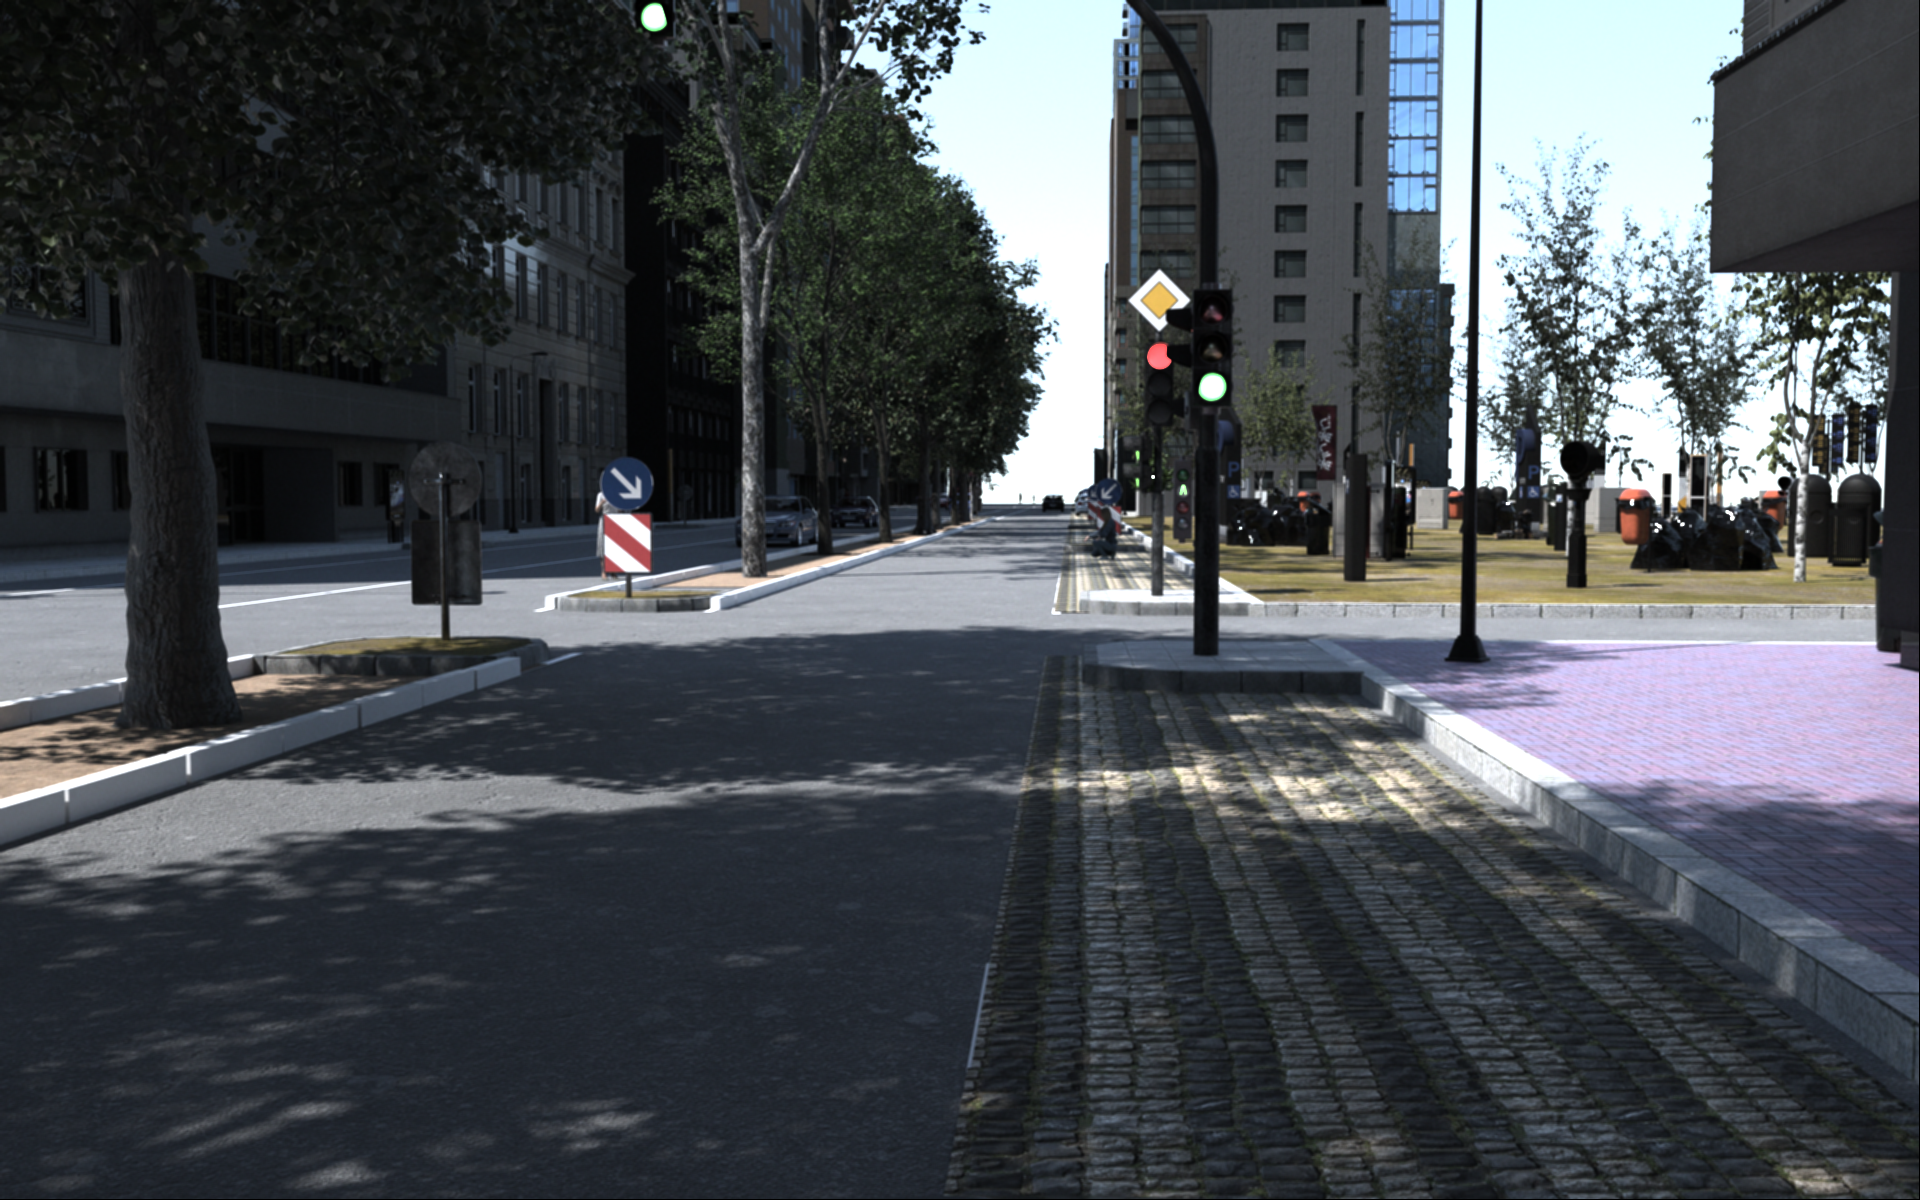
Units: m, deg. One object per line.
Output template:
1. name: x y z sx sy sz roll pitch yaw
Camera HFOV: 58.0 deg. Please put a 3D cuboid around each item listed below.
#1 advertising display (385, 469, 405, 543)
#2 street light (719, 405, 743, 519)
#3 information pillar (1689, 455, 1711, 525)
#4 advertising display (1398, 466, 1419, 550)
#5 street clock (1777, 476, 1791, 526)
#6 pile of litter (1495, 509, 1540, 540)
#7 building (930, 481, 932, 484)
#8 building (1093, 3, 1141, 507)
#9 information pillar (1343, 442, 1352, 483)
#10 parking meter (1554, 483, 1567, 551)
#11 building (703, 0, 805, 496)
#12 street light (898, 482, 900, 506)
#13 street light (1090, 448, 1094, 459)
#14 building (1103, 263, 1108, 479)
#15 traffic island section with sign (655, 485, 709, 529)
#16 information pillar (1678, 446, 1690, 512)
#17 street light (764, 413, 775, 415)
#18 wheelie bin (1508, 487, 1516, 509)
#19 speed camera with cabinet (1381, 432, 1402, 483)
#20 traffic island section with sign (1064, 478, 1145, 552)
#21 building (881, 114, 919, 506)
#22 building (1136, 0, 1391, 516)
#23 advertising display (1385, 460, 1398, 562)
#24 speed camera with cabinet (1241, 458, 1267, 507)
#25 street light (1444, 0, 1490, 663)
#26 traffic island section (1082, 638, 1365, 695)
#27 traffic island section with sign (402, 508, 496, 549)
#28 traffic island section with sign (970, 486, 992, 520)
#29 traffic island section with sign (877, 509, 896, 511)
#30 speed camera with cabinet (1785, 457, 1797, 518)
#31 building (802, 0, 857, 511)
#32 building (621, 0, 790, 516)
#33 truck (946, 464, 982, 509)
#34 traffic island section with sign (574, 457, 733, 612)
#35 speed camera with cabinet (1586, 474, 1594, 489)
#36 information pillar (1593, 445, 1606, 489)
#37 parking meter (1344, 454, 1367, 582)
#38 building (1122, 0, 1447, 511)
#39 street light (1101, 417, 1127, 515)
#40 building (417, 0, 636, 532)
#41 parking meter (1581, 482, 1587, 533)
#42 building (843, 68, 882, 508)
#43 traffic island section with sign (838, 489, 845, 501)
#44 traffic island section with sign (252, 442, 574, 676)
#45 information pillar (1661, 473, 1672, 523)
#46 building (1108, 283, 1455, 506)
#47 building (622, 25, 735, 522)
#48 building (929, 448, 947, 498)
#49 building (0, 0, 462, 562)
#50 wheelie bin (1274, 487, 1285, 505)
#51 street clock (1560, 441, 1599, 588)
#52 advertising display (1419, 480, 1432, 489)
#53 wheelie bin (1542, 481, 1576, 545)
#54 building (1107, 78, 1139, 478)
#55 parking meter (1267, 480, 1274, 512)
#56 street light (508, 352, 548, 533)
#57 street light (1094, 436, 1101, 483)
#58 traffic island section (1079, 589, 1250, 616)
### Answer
1. advertising display: -14.813 -2.460 45.433 0.123 1.923 0.974 0 4 5
2. street light: -11.895 -7.215 90.509 1.470 5.913 1.316 0 4 4
3. information pillar: 13.799 -1.703 32.338 0.304 2.012 0.304 2 4 34
4. advertising display: 10.239 -2.139 40.186 0.123 1.923 0.974 -1 4 -20
5. street clock: 33.408 -4.015 70.223 0.471 2.002 0.358 3 5 42
6. pile of litter: 15.964 -2.182 49.633 1.176 0.858 1.719 0 4 6
7. building: -14.659 -34.937 225.843 22.147 44.769 28.867 0 4 4
8. building: 29.858 -56.576 237.695 22.319 86.520 31.000 0 4 4
9. information pillar: 17.572 -5.331 78.519 0.183 3.616 0.504 -2 4 -26
10. parking meter: 13.667 -1.885 39.229 0.372 1.533 0.369 0 3 0
11. building: -18.725 -28.683 119.086 14.600 45.320 14.200 0 4 4
12. street light: -5.867 -12.823 182.196 1.470 5.913 1.316 0 4 4
13. street light: 13.922 -12.240 172.662 1.470 5.913 1.316 0 4 4
14. building: 24.956 -27.199 216.410 14.160 30.474 14.107 0 4 4
15. traffic island section with sign: -11.608 -3.921 72.738 1.989 1.847 2.006 0 4 4
16. information pillar: 35.269 -5.694 84.448 0.504 3.616 0.183 0 4 4
17. street light: -11.302 -7.749 99.229 1.470 5.913 1.316 0 4 4
18. wheelie bin: 19.429 -3.185 59.976 0.693 1.594 0.980 -1 4 -16
19. speed camera with cabinet: 13.923 -3.744 55.554 0.660 3.252 2.038 1 4 20
20. traffic island section with sign: 3.619 -2.136 43.552 1.989 1.847 2.006 0 4 4
21. building: -16.459 -33.155 196.708 22.147 44.769 28.867 0 4 4
22. building: 17.707 -20.370 104.747 14.160 30.474 14.107 0 4 4
23. advertising display: 8.270 -1.718 33.311 0.123 1.923 0.974 1 4 17
24. speed camera with cabinet: 16.398 -6.225 96.114 2.038 3.252 0.660 1 4 23
25. street light: 3.373 -2.488 13.214 1.470 5.913 1.316 0 4 4
26. traffic island section: 1.982 0.515 13.868 2.009 0.180 2.903 0 4 4
27. traffic island section with sign: -13.390 -2.267 45.699 1.989 1.847 2.006 0 4 4
28. traffic island section with sign: 0.898 -5.429 96.904 2.006 1.907 1.989 0 4 4
29. traffic island section with sign: -6.529 -8.630 149.727 1.989 1.847 2.006 0 4 4
30. speed camera with cabinet: 44.969 -5.988 92.239 2.038 3.252 0.660 1 4 18
31. building: -20.248 -29.737 140.828 22.147 44.769 28.867 0 4 4
32. building: -18.544 -20.408 105.369 14.160 30.474 14.107 0 4 4
33. truck: 0.459 -9.608 146.000 2.839 4.237 11.283 0 4 3
34. traffic island section with sign: -4.046 -0.843 21.927 2.006 1.907 1.989 0 4 4
35. speed camera with cabinet: 34.567 -6.064 93.486 0.660 3.252 2.038 -1 4 -12
36. information pillar: 27.597 -5.097 74.694 0.504 3.616 0.183 0 4 7
37. parking meter: 5.818 -1.209 25.473 0.255 1.863 0.399 0 4 0
38. building: 22.991 -49.699 125.249 22.319 86.520 31.000 0 4 4
39. street light: 9.378 -8.046 104.098 1.470 5.913 1.316 0 4 4
40. building: -21.387 -16.424 65.793 12.463 27.353 25.104 0 4 4
41. parking meter: 19.354 -2.963 54.153 0.399 1.863 0.255 3 5 42
42. building: -14.947 -29.265 162.069 14.154 41.232 14.086 0 4 4
43. traffic island section with sign: -8.299 -6.985 122.830 1.989 1.847 2.006 0 4 4
44. traffic island section with sign: -4.544 -0.391 14.537 2.006 1.907 1.989 0 4 4
45. information pillar: 24.567 -3.409 60.233 0.304 2.012 0.304 1 4 15
46. building: 27.649 -19.106 157.415 27.650 21.520 28.899 0 4 4
47. building: -18.968 -15.718 86.671 12.332 23.373 15.834 0 4 4
48. building: -9.327 -29.106 247.581 14.160 30.474 14.107 0 4 4
49. building: -22.941 -13.363 37.544 14.314 24.678 30.058 0 4 4
50. wheelie bin: 14.064 -4.226 77.005 0.693 1.594 0.980 2 4 26
51. street clock: 8.454 -1.169 23.688 0.358 2.002 0.471 -2 4 -34
52. advertising display: 21.224 -4.534 79.350 0.123 1.923 0.974 -2 4 -26
53. wheelie bin: 15.028 -2.162 43.259 0.980 1.594 0.693 2 4 34
54. building: 23.660 -32.872 187.560 14.600 45.320 14.200 0 4 4
55. parking meter: 13.152 -4.139 73.379 0.255 1.863 0.399 1 4 18
56. street light: -14.125 -5.146 56.674 1.470 5.913 1.316 0 4 4
57. street light: 11.647 -10.148 138.458 1.470 5.913 1.316 0 4 4
58. traffic island section: 2.508 0.027 21.836 2.009 0.180 2.903 0 4 4
